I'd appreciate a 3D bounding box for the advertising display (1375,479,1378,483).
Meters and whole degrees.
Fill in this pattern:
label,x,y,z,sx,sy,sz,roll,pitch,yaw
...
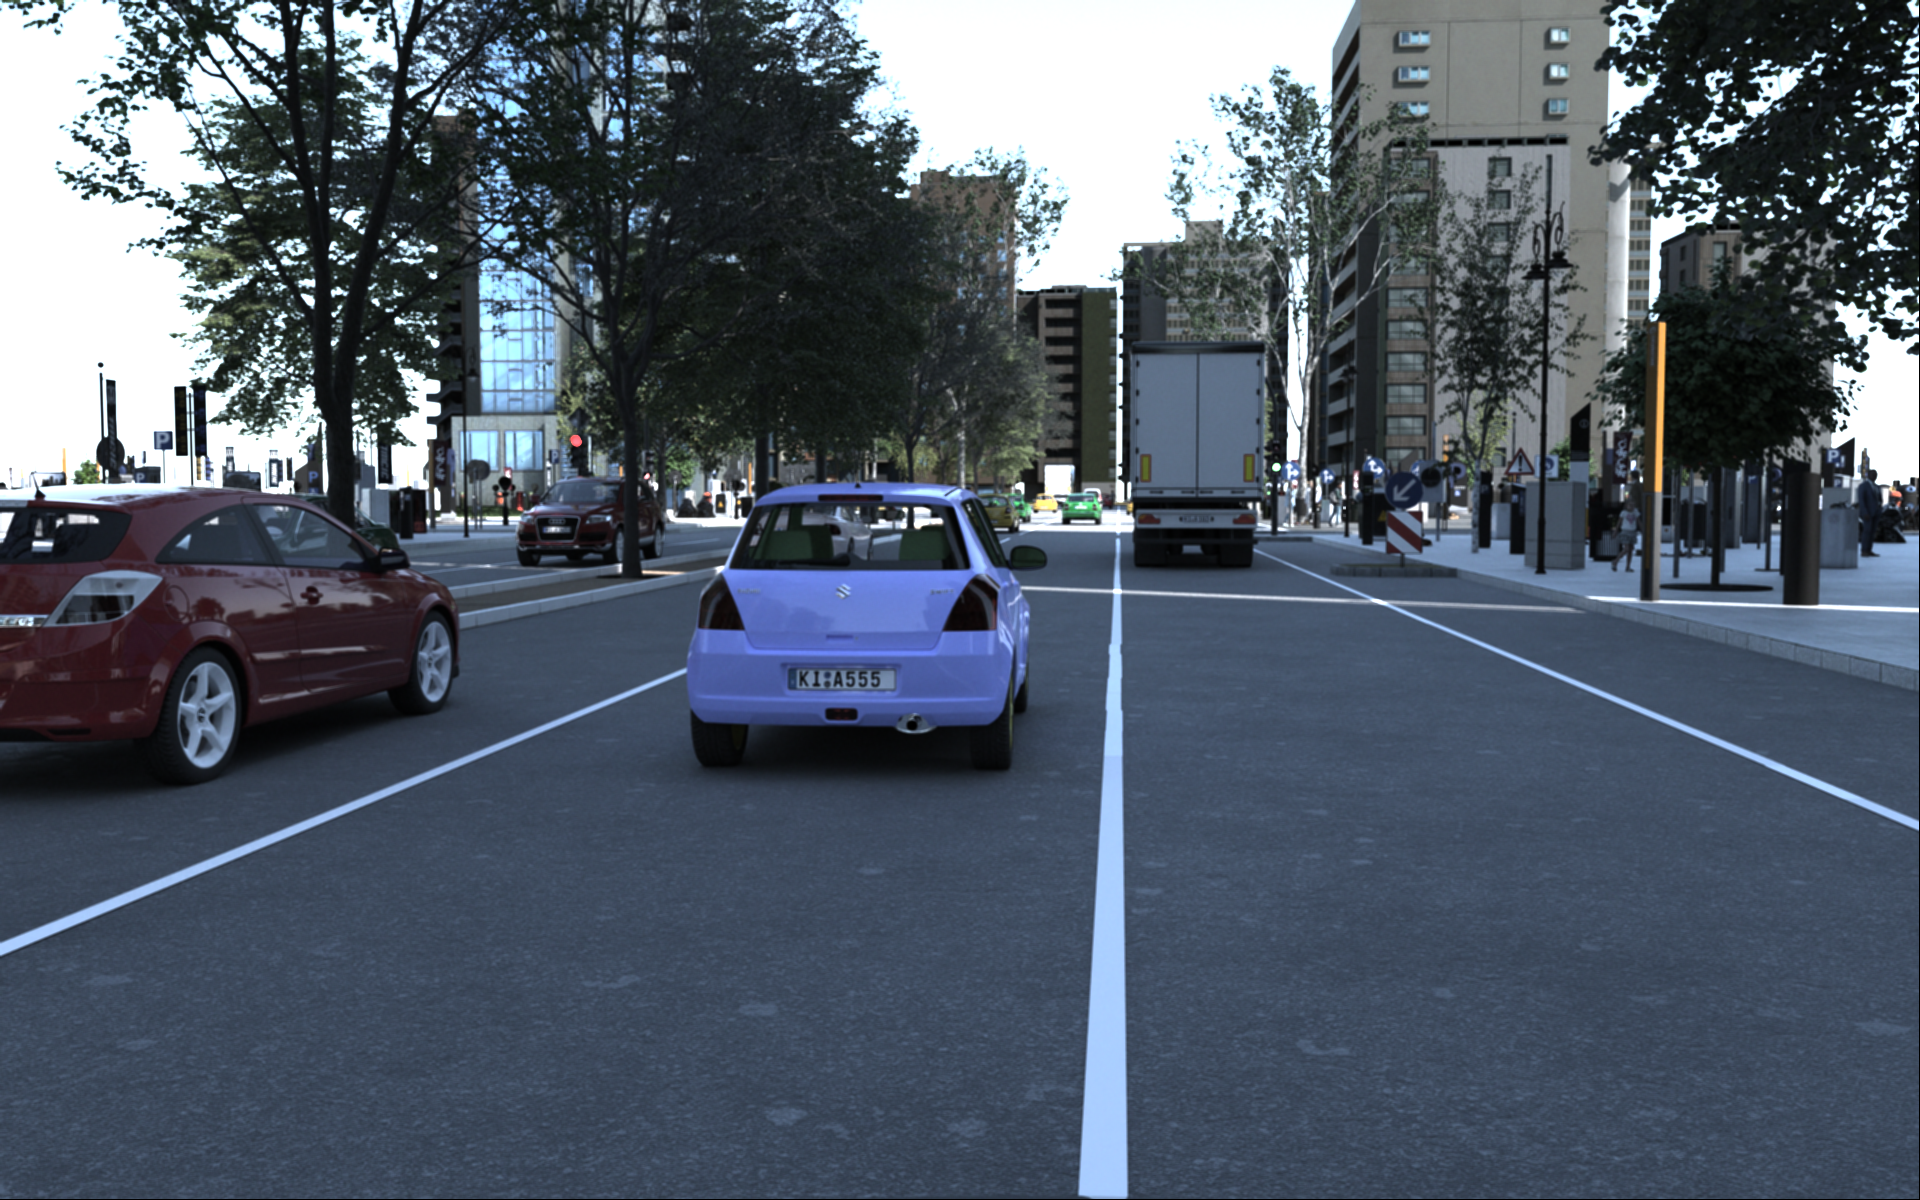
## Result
label,x,y,z,sx,sy,sz,roll,pitch,yaw
advertising display,15.093,-3.547,63.213,0.123,1.923,0.974,2,4,26

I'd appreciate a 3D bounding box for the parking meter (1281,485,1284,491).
label,x,y,z,sx,sy,sz,roll,pitch,yaw
parking meter,21.164,-6.622,113.978,0.255,1.863,0.399,1,4,14

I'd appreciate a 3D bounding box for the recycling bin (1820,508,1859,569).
label,x,y,z,sx,sy,sz,roll,pitch,yaw
recycling bin,15.090,-1.070,30.043,0.722,1.027,0.722,-3,5,-44

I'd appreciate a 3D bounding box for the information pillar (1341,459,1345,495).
label,x,y,z,sx,sy,sz,roll,pitch,yaw
information pillar,25.354,-7.542,114.674,0.183,3.616,0.504,1,4,23

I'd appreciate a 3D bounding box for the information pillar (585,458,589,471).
label,x,y,z,sx,sy,sz,roll,pitch,yaw
information pillar,-23.819,-7.279,110.367,0.504,3.616,0.183,0,4,-1

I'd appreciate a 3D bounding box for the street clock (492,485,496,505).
label,x,y,z,sx,sy,sz,roll,pitch,yaw
street clock,-35.859,-7.906,133.828,0.471,2.002,0.358,-3,4,-39

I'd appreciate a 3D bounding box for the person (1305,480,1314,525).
label,x,y,z,sx,sy,sz,roll,pitch,yaw
person,14.139,-3.901,69.710,0.514,1.842,0.818,-1,4,-10

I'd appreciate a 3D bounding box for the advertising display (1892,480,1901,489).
label,x,y,z,sx,sy,sz,roll,pitch,yaw
advertising display,42.348,-4.474,78.366,0.123,1.923,0.974,1,4,16

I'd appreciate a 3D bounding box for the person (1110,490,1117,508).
label,x,y,z,sx,sy,sz,roll,pitch,yaw
person,15.359,-10.167,174.740,1.348,1.824,0.705,-3,4,-38

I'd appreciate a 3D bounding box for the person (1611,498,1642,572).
label,x,y,z,sx,sy,sz,roll,pitch,yaw
person,11.073,-1.076,28.652,0.505,1.210,0.382,-1,4,-8

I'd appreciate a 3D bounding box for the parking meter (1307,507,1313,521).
label,x,y,z,sx,sy,sz,roll,pitch,yaw
parking meter,16.494,-4.469,81.480,0.372,1.533,0.369,0,3,0

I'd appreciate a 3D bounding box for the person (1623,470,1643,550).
label,x,y,z,sx,sy,sz,roll,pitch,yaw
person,15.660,-2.078,39.930,0.836,1.842,0.656,1,4,8

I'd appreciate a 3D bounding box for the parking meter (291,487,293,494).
label,x,y,z,sx,sy,sz,roll,pitch,yaw
parking meter,-55.094,-8.373,142.607,0.255,1.863,0.399,-1,4,-16

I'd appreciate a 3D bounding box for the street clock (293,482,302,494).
label,x,y,z,sx,sy,sz,roll,pitch,yaw
street clock,-38.868,-5.937,101.639,0.471,2.002,0.358,0,4,0

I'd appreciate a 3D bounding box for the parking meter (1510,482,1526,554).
label,x,y,z,sx,sy,sz,roll,pitch,yaw
parking meter,11.973,-1.752,37.060,0.372,1.533,0.369,0,3,0

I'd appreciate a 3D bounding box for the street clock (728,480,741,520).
label,x,y,z,sx,sy,sz,roll,pitch,yaw
street clock,-11.212,-5.032,86.842,0.471,2.002,0.358,1,4,14

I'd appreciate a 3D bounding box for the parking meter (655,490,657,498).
label,x,y,z,sx,sy,sz,roll,pitch,yaw
parking meter,-16.715,-5.311,95.249,0.372,1.533,0.369,0,3,0

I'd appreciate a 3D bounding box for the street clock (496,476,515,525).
label,x,y,z,sx,sy,sz,roll,pitch,yaw
street clock,-18.608,-4.057,70.895,0.471,2.002,0.358,0,4,2

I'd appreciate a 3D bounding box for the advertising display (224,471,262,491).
label,x,y,z,sx,sy,sz,roll,pitch,yaw
advertising display,-20.037,-2.644,48.435,0.974,1.923,0.123,-2,4,-28

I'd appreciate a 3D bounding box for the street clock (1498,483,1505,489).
label,x,y,z,sx,sy,sz,roll,pitch,yaw
street clock,36.330,-6.830,116.248,0.471,2.002,0.358,1,4,23

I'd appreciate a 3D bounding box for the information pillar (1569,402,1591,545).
label,x,y,z,sx,sy,sz,roll,pitch,yaw
information pillar,15.762,-3.222,44.040,0.504,3.616,0.183,1,4,15

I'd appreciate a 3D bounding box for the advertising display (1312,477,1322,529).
label,x,y,z,sx,sy,sz,roll,pitch,yaw
advertising display,13.261,-3.615,64.323,0.123,1.923,0.974,2,4,25

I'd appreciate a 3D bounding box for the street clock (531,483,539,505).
label,x,y,z,sx,sy,sz,roll,pitch,yaw
street clock,-28.926,-6.933,117.925,0.471,2.002,0.358,2,4,29

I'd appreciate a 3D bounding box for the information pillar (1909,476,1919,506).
label,x,y,z,sx,sy,sz,roll,pitch,yaw
information pillar,39.780,-4.141,72.192,0.304,2.012,0.304,-2,4,-27

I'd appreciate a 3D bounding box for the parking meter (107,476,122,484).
label,x,y,z,sx,sy,sz,roll,pitch,yaw
parking meter,-27.195,-3.059,55.726,0.255,1.863,0.399,2,4,25

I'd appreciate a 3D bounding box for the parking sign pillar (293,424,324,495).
label,x,y,z,sx,sy,sz,roll,pitch,yaw
parking sign pillar,-24.376,-4.713,65.532,1.447,3.967,1.447,-1,4,-13

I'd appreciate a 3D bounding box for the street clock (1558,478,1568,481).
label,x,y,z,sx,sy,sz,roll,pitch,yaw
street clock,27.187,-4.501,78.166,0.471,2.002,0.358,-1,4,-18

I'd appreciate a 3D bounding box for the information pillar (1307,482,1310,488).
label,x,y,z,sx,sy,sz,roll,pitch,yaw
information pillar,21.610,-6.333,108.039,0.304,2.012,0.304,-1,4,-18

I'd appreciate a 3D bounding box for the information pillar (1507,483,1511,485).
label,x,y,z,sx,sy,sz,roll,pitch,yaw
information pillar,40.082,-8.236,126.017,0.183,3.616,0.504,-3,5,-42

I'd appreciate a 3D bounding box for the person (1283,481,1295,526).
label,x,y,z,sx,sy,sz,roll,pitch,yaw
person,13.024,-3.806,68.542,0.793,1.790,0.793,-2,4,-29

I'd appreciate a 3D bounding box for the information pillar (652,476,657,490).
label,x,y,z,sx,sy,sz,roll,pitch,yaw
information pillar,-22.989,-8.515,130.570,0.183,3.616,0.504,3,5,44

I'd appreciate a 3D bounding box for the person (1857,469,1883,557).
label,x,y,z,sx,sy,sz,roll,pitch,yaw
person,18.724,-1.800,35.654,0.721,1.800,0.419,-2,4,-32

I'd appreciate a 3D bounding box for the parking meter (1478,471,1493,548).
label,x,y,z,sx,sy,sz,roll,pitch,yaw
parking meter,12.499,-2.180,41.347,0.399,1.863,0.255,0,4,6

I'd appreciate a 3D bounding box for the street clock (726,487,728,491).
label,x,y,z,sx,sy,sz,roll,pitch,yaw
street clock,-17.027,-7.490,127.026,0.358,2.002,0.471,0,4,-1

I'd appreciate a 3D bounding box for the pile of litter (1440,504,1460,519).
label,x,y,z,sx,sy,sz,roll,pitch,yaw
pile of litter,25.273,-4.616,89.440,1.176,0.858,1.719,3,4,38

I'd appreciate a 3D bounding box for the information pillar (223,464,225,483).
label,x,y,z,sx,sy,sz,roll,pitch,yaw
information pillar,-56.316,-8.652,132.815,0.504,3.616,0.183,0,4,1

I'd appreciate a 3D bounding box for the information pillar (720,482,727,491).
label,x,y,z,sx,sy,sz,roll,pitch,yaw
information pillar,-14.228,-6.097,104.173,0.304,2.012,0.304,1,4,10

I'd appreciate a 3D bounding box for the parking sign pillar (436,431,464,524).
label,x,y,z,sx,sy,sz,roll,pitch,yaw
parking sign pillar,-21.964,-5.248,74.274,1.447,3.967,1.447,0,4,-6

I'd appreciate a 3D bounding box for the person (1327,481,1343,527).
label,x,y,z,sx,sy,sz,roll,pitch,yaw
person,14.695,-3.739,67.531,0.721,1.781,0.623,-1,4,-18

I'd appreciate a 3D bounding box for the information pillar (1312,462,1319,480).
label,x,y,z,sx,sy,sz,roll,pitch,yaw
information pillar,25.931,-8.261,126.426,0.504,3.616,0.183,1,4,21

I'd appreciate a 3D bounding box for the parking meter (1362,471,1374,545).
label,x,y,z,sx,sy,sz,roll,pitch,yaw
parking meter,10.316,-2.329,43.784,0.255,1.863,0.399,1,4,15

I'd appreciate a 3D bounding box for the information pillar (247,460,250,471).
label,x,y,z,sx,sy,sz,roll,pitch,yaw
information pillar,-49.500,-7.903,120.568,0.183,3.616,0.504,-3,5,-41

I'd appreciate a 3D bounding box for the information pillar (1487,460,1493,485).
label,x,y,z,sx,sy,sz,roll,pitch,yaw
information pillar,35.344,-7.609,115.764,0.504,3.616,0.183,1,4,9

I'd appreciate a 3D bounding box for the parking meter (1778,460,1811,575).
label,x,y,z,sx,sy,sz,roll,pitch,yaw
parking meter,13.184,-1.321,27.306,0.399,1.863,0.255,3,5,42

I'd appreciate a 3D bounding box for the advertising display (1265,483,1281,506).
label,x,y,z,sx,sy,sz,roll,pitch,yaw
advertising display,18.120,-5.821,100.384,0.974,1.923,0.123,-1,4,-14

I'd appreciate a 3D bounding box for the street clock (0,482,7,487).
label,x,y,z,sx,sy,sz,roll,pitch,yaw
street clock,-56.985,-6.023,103.047,0.471,2.002,0.358,0,4,-4

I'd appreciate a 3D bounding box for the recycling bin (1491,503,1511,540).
label,x,y,z,sx,sy,sz,roll,pitch,yaw
recycling bin,15.382,-2.224,48.918,0.722,1.027,0.722,0,4,-4

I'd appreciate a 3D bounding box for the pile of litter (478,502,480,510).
label,x,y,z,sx,sy,sz,roll,pitch,yaw
pile of litter,-28.444,-5.458,103.203,1.176,0.858,1.719,1,4,13

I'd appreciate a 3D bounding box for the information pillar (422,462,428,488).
label,x,y,z,sx,sy,sz,roll,pitch,yaw
information pillar,-39.572,-8.366,128.130,0.504,3.616,0.183,2,4,34

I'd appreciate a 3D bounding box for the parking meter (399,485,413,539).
label,x,y,z,sx,sy,sz,roll,pitch,yaw
parking meter,-15.846,-2.515,49.533,0.372,1.533,0.369,0,3,0

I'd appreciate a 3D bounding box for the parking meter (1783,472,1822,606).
label,x,y,z,sx,sy,sz,roll,pitch,yaw
parking meter,9.731,-0.709,20.001,0.372,1.533,0.369,0,3,0

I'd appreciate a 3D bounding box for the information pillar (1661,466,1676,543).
label,x,y,z,sx,sy,sz,roll,pitch,yaw
information pillar,18.585,-2.502,45.398,0.304,2.012,0.304,3,5,41

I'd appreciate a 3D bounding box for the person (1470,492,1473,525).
label,x,y,z,sx,sy,sz,roll,pitch,yaw
person,21.600,-4.032,72.231,0.793,1.790,0.793,-2,4,-25

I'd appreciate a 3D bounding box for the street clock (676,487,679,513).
label,x,y,z,sx,sy,sz,roll,pitch,yaw
street clock,-19.597,-7.038,119.634,0.358,2.002,0.471,2,4,32

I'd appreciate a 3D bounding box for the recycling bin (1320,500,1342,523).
label,x,y,z,sx,sy,sz,roll,pitch,yaw
recycling bin,16.562,-3.965,77.375,0.722,1.027,0.722,-2,4,-30

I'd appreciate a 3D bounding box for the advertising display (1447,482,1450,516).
label,x,y,z,sx,sy,sz,roll,pitch,yaw
advertising display,25.549,-5.248,91.013,0.123,1.923,0.974,0,4,0

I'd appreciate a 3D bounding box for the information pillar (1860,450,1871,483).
label,x,y,z,sx,sy,sz,roll,pitch,yaw
information pillar,47.997,-6.149,91.892,0.183,3.616,0.504,-3,4,-36

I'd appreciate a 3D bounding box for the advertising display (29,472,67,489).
label,x,y,z,sx,sy,sz,roll,pitch,yaw
advertising display,-26.075,-2.712,49.558,0.974,1.923,0.123,0,4,-5
